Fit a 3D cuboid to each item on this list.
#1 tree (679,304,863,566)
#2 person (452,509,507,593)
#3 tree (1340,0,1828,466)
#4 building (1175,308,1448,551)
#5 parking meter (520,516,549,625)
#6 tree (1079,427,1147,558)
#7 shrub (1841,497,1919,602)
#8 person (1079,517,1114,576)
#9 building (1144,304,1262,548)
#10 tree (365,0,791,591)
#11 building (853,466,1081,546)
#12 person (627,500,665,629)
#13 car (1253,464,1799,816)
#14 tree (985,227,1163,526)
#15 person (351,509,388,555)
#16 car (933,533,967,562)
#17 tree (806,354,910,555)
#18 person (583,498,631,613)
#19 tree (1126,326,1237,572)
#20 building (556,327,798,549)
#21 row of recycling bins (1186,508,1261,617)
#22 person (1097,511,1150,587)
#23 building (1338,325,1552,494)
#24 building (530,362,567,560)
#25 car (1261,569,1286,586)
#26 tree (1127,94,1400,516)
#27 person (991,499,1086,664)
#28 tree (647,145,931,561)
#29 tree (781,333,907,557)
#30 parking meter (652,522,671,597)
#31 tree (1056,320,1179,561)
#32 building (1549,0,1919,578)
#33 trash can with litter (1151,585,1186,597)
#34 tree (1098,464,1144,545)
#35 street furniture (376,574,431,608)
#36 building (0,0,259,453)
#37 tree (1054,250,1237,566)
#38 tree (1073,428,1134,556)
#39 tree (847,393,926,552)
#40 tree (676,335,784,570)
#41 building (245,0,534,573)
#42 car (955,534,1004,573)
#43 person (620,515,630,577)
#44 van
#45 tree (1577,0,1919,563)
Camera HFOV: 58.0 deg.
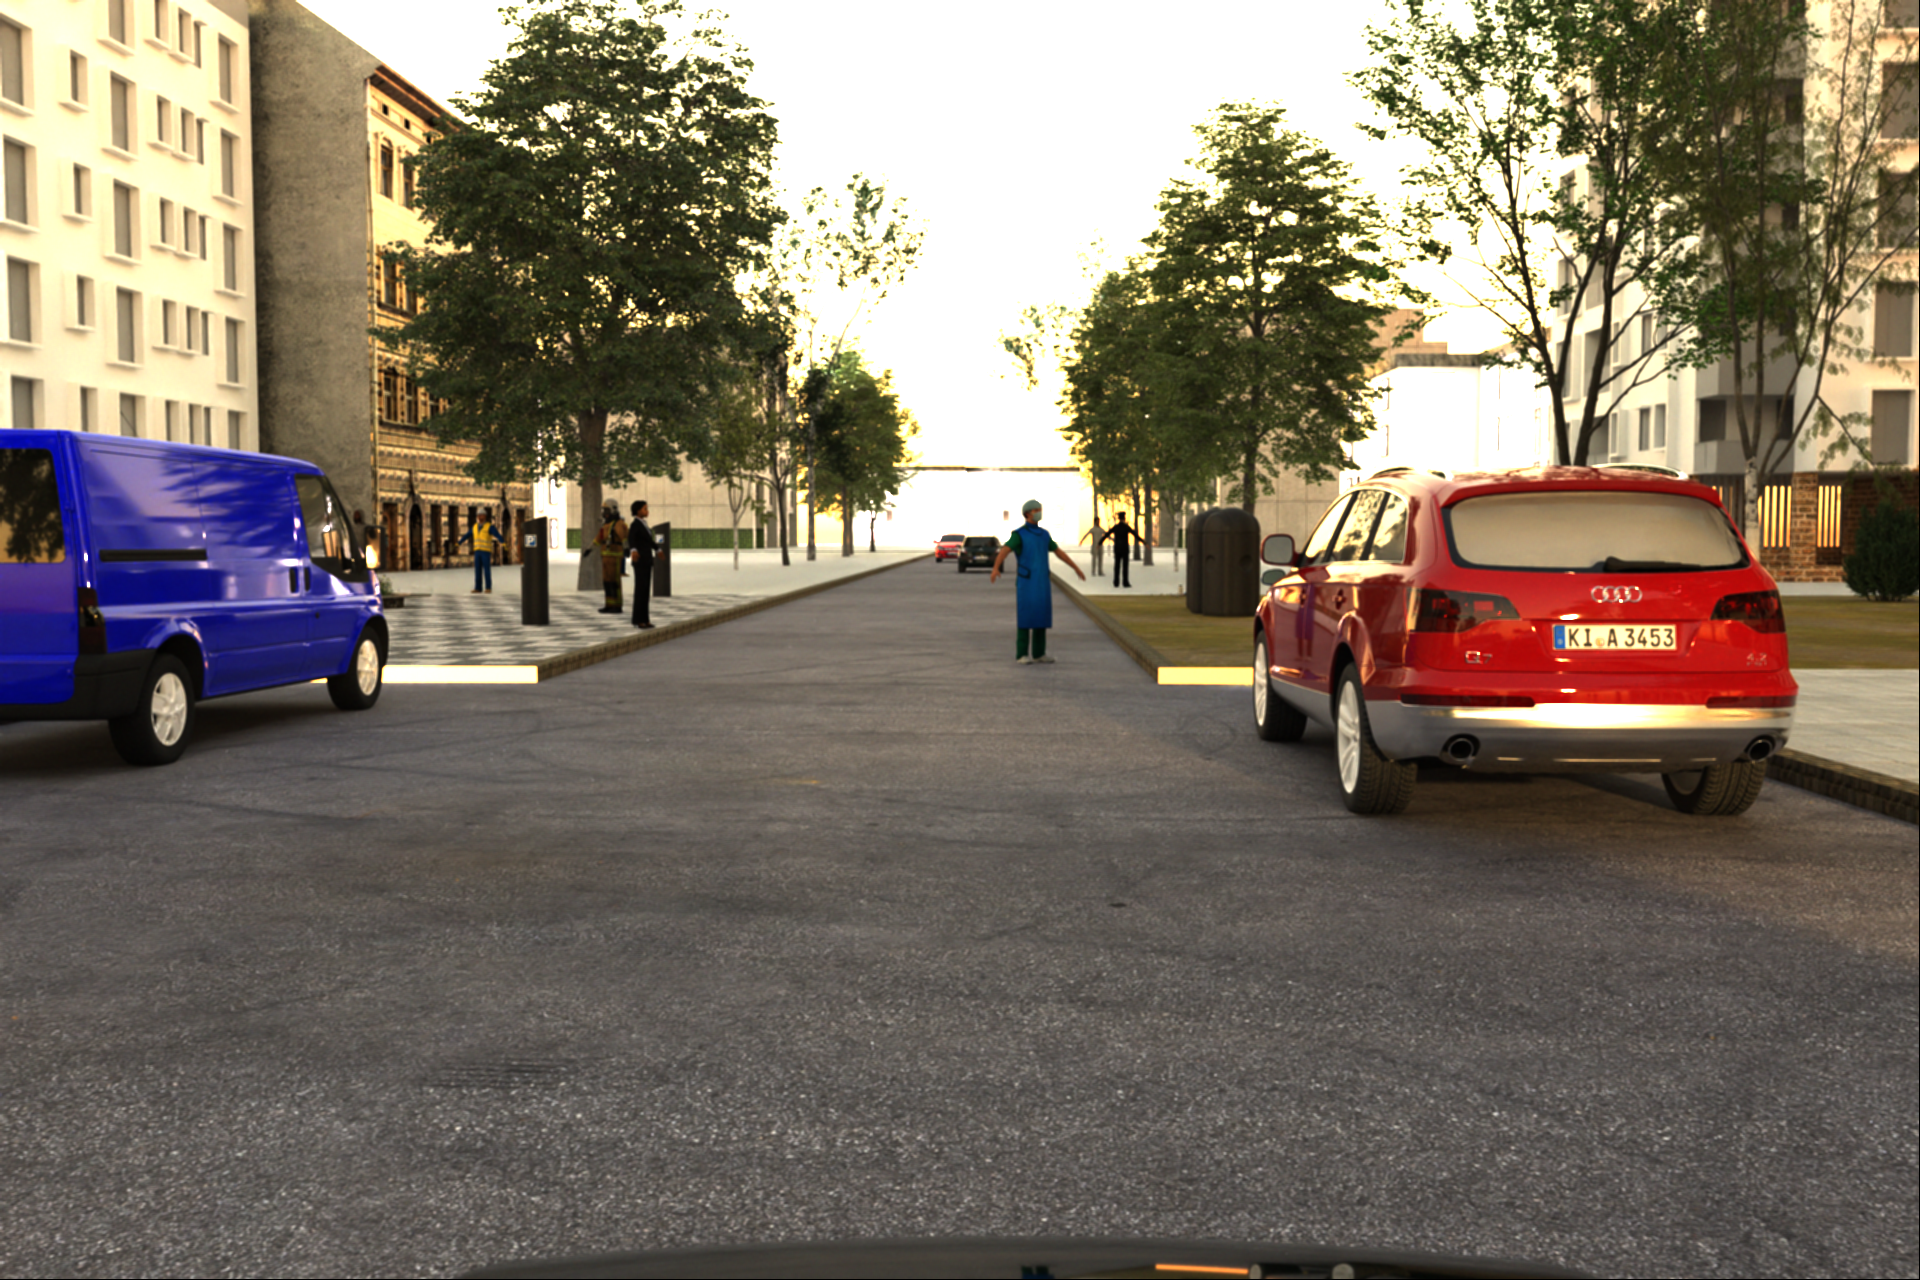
[{"bbox_3d":[-7.382,-8.327,70.567,7.601,10.594,8.767,2,4,29],"label":"tree"},{"bbox_3d":[-10.380,-1.934,37.590,1.349,1.833,0.705,1,4,17],"label":"person"},{"bbox_3d":[10.482,-6.343,29.468,9.928,11.665,9.643,0,3,0],"label":"tree"},{"bbox_3d":[28.007,-16.989,144.223,16.747,18.905,31.486,0,4,1],"label":"building"},{"bbox_3d":[-6.008,-0.982,24.466,0.372,1.533,0.369,0,3,0],"label":"parking meter"},{"bbox_3d":[7.991,-8.666,92.044,4.360,8.622,3.978,0,3,0],"label":"tree"},{"bbox_3d":[17.702,-1.751,33.052,1.690,2.028,1.600,0,3,0],"label":"shrub"},{"bbox_3d":[4.236,-2.876,53.214,1.347,1.806,0.705,-1,4,-22],"label":"person"},{"bbox_3d":[28.474,-20.947,173.413,19.493,23.208,18.063,0,4,2],"label":"building"},{"bbox_3d":[-8.510,-8.106,39.187,9.857,13.997,8.962,0,3,0],"label":"tree"},{"bbox_3d":[0.724,-16.398,212.705,28.070,9.664,9.099,0,4,4],"label":"building"},{"bbox_3d":[-4.258,-1.031,23.580,0.721,1.740,1.216,0,4,8],"label":"person"},{"bbox_3d":[3.039,-0.104,10.378,2.281,1.827,5.304,0,4,2],"label":"car"},{"bbox_3d":[7.850,-15.541,109.989,12.611,20.169,13.585,0,3,0],"label":"tree"},{"bbox_3d":[-12.555,-1.839,36.192,1.348,1.813,0.705,0,4,8],"label":"person"},{"bbox_3d":[-0.301,-4.900,89.158,2.155,1.783,4.494,0,4,2],"label":"car"},{"bbox_3d":[-6.596,-11.652,108.636,7.486,12.596,7.792,0,3,0],"label":"tree"},{"bbox_3d":[-5.674,-1.367,28.113,0.705,1.858,1.354,-3,5,-42],"label":"person"},{"bbox_3d":[7.423,-6.636,58.857,4.737,8.622,4.395,0,3,0],"label":"tree"},{"bbox_3d":[-25.625,-18.175,163.615,16.747,18.905,31.486,0,4,2],"label":"building"},{"bbox_3d":[4.254,-1.306,28.465,1.069,1.692,3.534,0,4,2],"label":"row of recycling bins"},{"bbox_3d":[3.910,-2.193,41.787,1.347,1.837,0.705,2,4,24],"label":"person"},{"bbox_3d":[24.818,-8.473,80.673,9.099,9.664,28.070,0,4,2],"label":"building"},{"bbox_3d":[-24.975,-9.071,90.460,9.099,9.664,28.070,0,4,2],"label":"building"},{"bbox_3d":[3.691,-0.349,15.293,1.945,1.707,3.694,0,4,1],"label":"car"},{"bbox_3d":[7.876,-7.788,45.469,7.486,12.596,7.792,0,3,0],"label":"tree"},{"bbox_3d":[0.827,-0.651,19.225,1.347,1.817,0.704,-3,4,-38],"label":"person"},{"bbox_3d":[-8.630,-13.943,83.857,12.611,20.169,13.585,0,3,0],"label":"tree"},{"bbox_3d":[-6.656,-11.001,97.997,7.486,12.596,7.792,0,3,0],"label":"tree"},{"bbox_3d":[-6.124,-1.658,35.518,0.372,1.533,0.369,0,3,0],"label":"parking meter"},{"bbox_3d":[8.502,-9.659,83.673,9.928,11.665,9.643,0,3,0],"label":"tree"},{"bbox_3d":[25.593,-12.354,58.405,16.016,20.090,11.380,0,4,1],"label":"building"},{"bbox_3d":[4.828,-1.492,35.446,1.678,1.210,2.233,0,4,0],"label":"trash can with litter"},{"bbox_3d":[20.235,-17.393,210.134,9.928,11.665,9.643,0,3,0],"label":"tree"},{"bbox_3d":[-12.756,-1.342,28.795,9.812,1.723,11.010,2,4,27],"label":"street furniture"},{"bbox_3d":[-27.535,-11.335,41.755,16.016,20.090,11.380,0,4,1],"label":"building"},{"bbox_3d":[7.246,-9.302,70.221,7.486,12.596,7.792,0,3,0],"label":"tree"},{"bbox_3d":[8.744,-9.180,100.452,4.360,8.622,3.978,0,3,0],"label":"tree"},{"bbox_3d":[-6.195,-12.108,123.724,9.928,11.665,9.643,0,3,0],"label":"tree"},{"bbox_3d":[-7.955,-6.763,60.933,4.737,8.622,4.395,0,3,0],"label":"tree"},{"bbox_3d":[-27.853,-14.310,64.900,19.493,23.208,18.063,0,4,2],"label":"building"},{"bbox_3d":[0.814,-3.416,65.643,2.009,1.686,4.222,0,4,1],"label":"car"},{"bbox_3d":[-10.194,-2.837,52.237,0.705,1.847,1.347,1,4,22],"label":"person"},{"bbox_3d":[-5.793,-0.491,12.408,2.240,2.365,5.245,0,4,1],"label":"van"},{"bbox_3d":[7.951,-4.108,17.526,4.360,8.622,3.978,0,3,0],"label":"tree"}]
